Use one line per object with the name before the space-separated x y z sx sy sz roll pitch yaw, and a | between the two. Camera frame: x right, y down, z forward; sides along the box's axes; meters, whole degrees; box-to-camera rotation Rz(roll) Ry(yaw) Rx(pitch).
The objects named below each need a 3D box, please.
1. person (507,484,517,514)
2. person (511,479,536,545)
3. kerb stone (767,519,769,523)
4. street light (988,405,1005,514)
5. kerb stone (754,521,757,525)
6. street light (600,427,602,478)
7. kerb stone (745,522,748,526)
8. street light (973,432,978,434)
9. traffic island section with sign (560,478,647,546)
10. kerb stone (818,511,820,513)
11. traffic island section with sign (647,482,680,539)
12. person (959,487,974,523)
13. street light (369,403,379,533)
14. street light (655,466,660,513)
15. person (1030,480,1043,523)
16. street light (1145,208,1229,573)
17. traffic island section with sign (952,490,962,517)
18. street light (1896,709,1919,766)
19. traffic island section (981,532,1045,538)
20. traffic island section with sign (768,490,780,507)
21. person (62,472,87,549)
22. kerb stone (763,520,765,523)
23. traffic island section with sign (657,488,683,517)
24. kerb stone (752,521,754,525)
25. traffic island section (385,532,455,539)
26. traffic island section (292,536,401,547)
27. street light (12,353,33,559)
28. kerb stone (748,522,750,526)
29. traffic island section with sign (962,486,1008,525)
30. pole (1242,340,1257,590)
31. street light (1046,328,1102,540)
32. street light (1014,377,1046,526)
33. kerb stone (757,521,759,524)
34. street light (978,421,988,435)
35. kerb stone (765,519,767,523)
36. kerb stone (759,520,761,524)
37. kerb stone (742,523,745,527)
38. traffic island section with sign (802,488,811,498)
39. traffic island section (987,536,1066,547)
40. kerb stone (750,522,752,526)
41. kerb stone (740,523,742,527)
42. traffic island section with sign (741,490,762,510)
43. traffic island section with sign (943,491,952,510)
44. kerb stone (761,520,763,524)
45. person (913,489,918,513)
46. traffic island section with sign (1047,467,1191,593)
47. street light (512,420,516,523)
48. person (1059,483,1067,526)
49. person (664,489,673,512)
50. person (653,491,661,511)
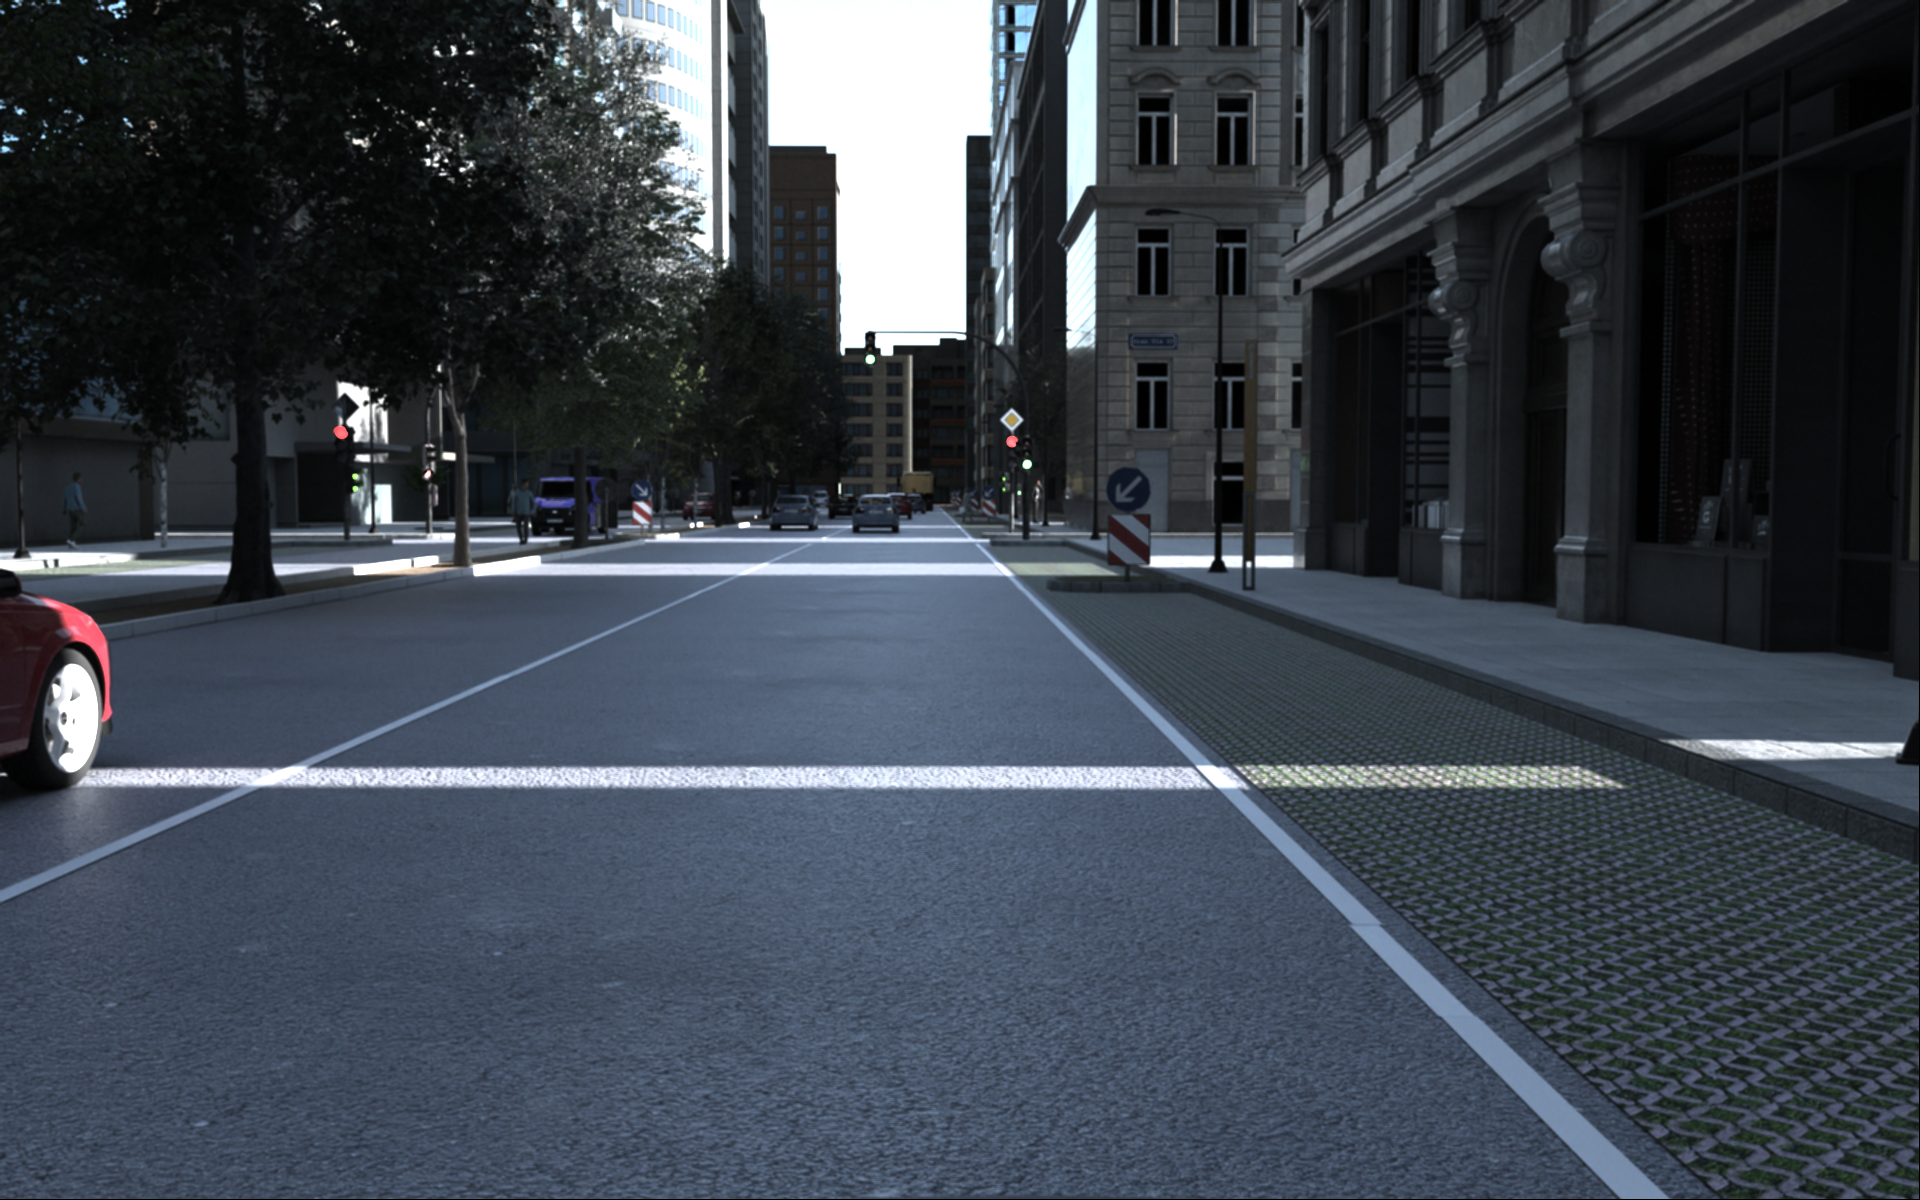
person | -20.825 -4.553 80.967 0.782 1.767 0.515 1 4 16
person | -11.661 -2.326 46.391 0.638 1.841 0.748 0 4 -1
kerb stone | -9.735 -3.906 86.066 0.120 0.150 1.000 0 4 -1
street light | 2.376 -7.198 90.228 1.470 5.913 1.316 0 4 -1
kerb stone | -9.599 -3.531 79.924 0.120 0.150 1.000 0 4 -1
street light | -19.508 -7.595 96.720 1.470 5.913 1.316 0 4 -1
kerb stone | -9.525 -3.280 75.820 0.120 0.150 1.000 0 4 -1
street light | 1.676 -9.668 130.605 1.470 5.913 1.316 0 4 -1
traffic island section with sign | -10.030 -2.473 48.567 2.006 1.907 1.989 0 4 -1
kerb stone | -10.601 -6.602 130.136 0.120 0.150 1.000 0 4 -1
traffic island section with sign | -10.168 -2.926 55.973 2.006 1.907 1.989 0 4 -1
person | 0.334 -4.613 84.282 0.694 1.780 0.624 -3 4 -38
street light | -18.594 -5.125 56.337 1.470 5.913 1.316 0 4 -1
street light | -19.922 -8.829 116.891 1.470 5.913 1.316 0 4 -1
person | 3.398 -4.321 76.050 0.474 1.900 0.648 2 4 24
street light | 3.698 -3.408 28.269 1.470 5.913 1.316 0 4 -1
traffic island section with sign | 0.697 -6.083 108.091 1.989 1.847 2.006 0 4 -1
street light | 4.096 -2.175 8.097 1.470 5.913 1.316 0 4 -1
traffic island section | 1.707 -2.096 56.547 2.009 0.180 2.903 0 4 -1
traffic island section with sign | -19.469 -10.789 185.019 1.989 1.847 2.006 0 4 -1
person | -20.615 -2.074 40.292 0.601 1.785 0.444 3 4 37
kerb stone | -9.690 -3.781 84.014 0.120 0.150 1.000 0 4 -1
traffic island section with sign | -17.954 -6.138 108.984 1.989 1.847 2.006 0 4 -1
kerb stone | -9.592 -3.465 78.898 0.120 0.150 1.000 0 4 -1
traffic island section | -17.231 -2.073 56.177 2.009 0.180 2.903 0 4 -1
traffic island section | -17.072 -1.585 48.193 2.009 0.180 2.903 0 4 -1
street light | -18.157 -3.781 34.355 1.470 5.913 1.316 0 4 -1
kerb stone | -9.549 -3.335 76.851 0.120 0.150 1.000 0 4 -1
traffic island section with sign | 1.225 -4.435 81.141 1.989 1.847 2.006 0 4 -1
pole | 3.853 -1.786 23.038 0.158 3.312 0.155 0 3 0
street light | 3.269 -4.644 48.464 1.470 5.913 1.316 0 4 -1
street light | 2.872 -5.890 68.846 1.470 5.913 1.316 0 4 -1
kerb stone | -9.627 -3.593 80.946 0.120 0.150 1.000 0 4 -1
street light | 2.054 -8.432 110.401 1.470 5.913 1.316 0 4 -1
kerb stone | -9.703 -3.844 85.044 0.120 0.150 1.000 0 4 -1
kerb stone | -9.645 -3.655 81.970 0.120 0.150 1.000 0 4 -1
kerb stone | -9.504 -3.217 74.798 0.120 0.150 1.000 0 4 -1
traffic island section with sign | -11.669 -7.521 131.096 2.006 1.907 1.989 0 4 -1
traffic island section | 1.866 -1.607 48.563 2.009 0.180 2.903 0 4 -1
kerb stone | -9.571 -3.400 77.876 0.120 0.150 1.000 0 4 -1
kerb stone | -9.487 -3.155 73.776 0.120 0.150 1.000 0 4 -1
traffic island section with sign | -18.931 -9.140 158.070 1.989 1.847 2.006 0 4 -1
traffic island section with sign | -0.310 -9.153 158.281 1.989 1.847 2.006 0 4 -1
kerb stone | -9.668 -3.718 82.992 0.120 0.150 1.000 0 4 -1
person | -3.414 -7.464 130.442 0.656 1.842 0.836 1 4 19
traffic island section with sign | 2.322 -1.057 25.914 1.989 1.847 2.006 0 4 -1
street light | -19.139 -6.359 76.509 1.470 5.913 1.316 0 4 -1
person | 4.385 -3.897 70.604 0.643 1.720 0.563 2 4 35
person | -20.684 -7.129 122.563 0.822 1.834 0.622 -1 4 -12
person | -22.797 -7.578 130.145 0.606 1.804 0.583 -2 4 -30
